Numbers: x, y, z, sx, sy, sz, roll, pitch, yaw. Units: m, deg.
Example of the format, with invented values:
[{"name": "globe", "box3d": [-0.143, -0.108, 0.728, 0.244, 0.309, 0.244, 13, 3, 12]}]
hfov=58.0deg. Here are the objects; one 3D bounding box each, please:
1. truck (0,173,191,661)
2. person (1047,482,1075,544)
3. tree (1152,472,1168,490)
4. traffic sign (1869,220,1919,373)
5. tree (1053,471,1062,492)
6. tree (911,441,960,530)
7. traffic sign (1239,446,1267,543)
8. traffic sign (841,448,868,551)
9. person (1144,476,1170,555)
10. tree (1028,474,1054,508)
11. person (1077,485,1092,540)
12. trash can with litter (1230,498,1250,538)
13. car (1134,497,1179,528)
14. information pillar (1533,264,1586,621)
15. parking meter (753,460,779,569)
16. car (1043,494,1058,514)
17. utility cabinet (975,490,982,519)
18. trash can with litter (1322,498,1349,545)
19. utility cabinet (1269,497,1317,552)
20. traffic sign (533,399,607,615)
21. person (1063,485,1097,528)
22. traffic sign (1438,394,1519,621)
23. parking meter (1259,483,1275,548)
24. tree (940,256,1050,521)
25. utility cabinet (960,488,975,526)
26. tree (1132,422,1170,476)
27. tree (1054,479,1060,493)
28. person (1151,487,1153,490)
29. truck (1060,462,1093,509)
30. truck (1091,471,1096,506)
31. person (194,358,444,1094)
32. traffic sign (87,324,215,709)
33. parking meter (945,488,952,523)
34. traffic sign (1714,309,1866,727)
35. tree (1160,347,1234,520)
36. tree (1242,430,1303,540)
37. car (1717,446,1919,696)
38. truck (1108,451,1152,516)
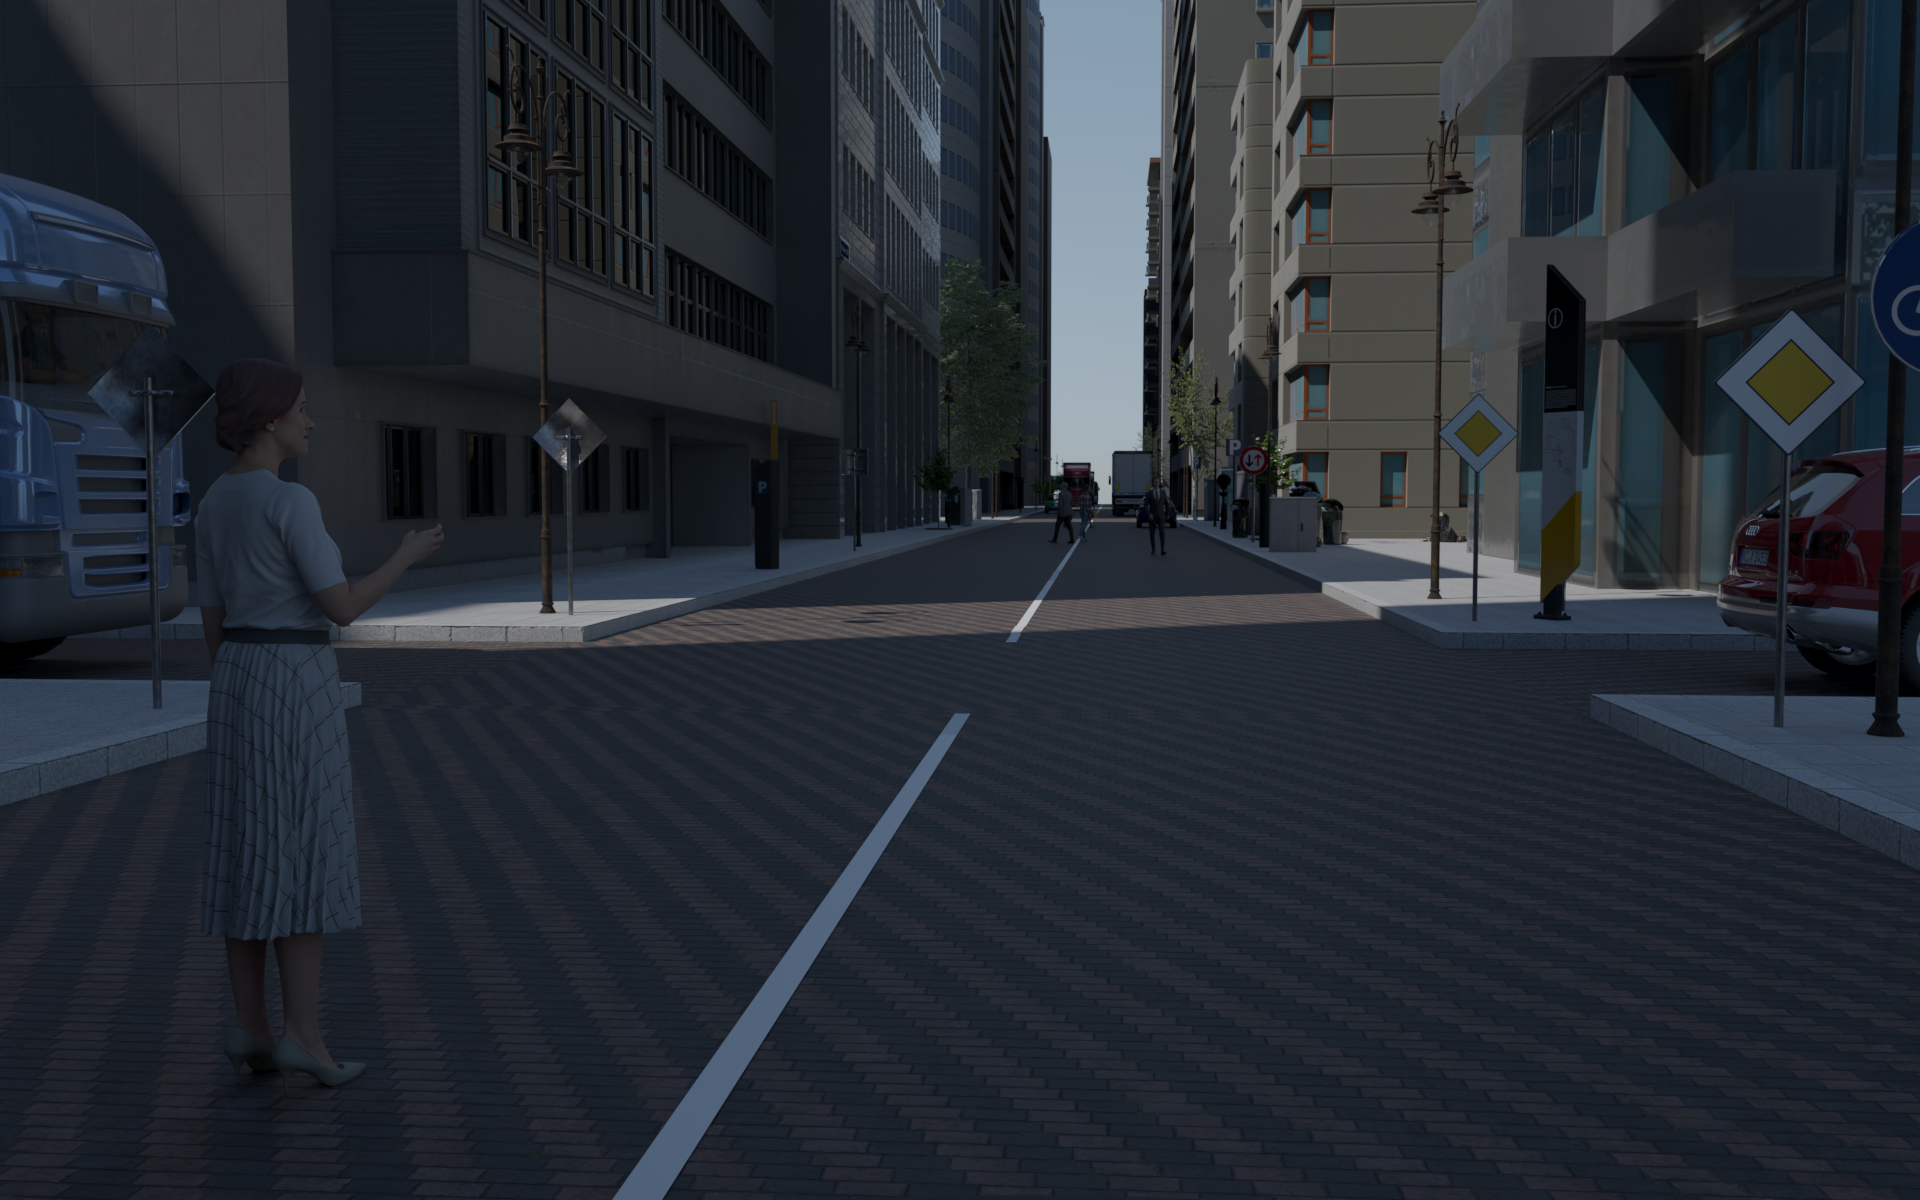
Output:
[{"name": "truck", "box3d": [-15.272, -1.497, 14.239, 18.799, 4.110, 2.967, 0, 4, 4]}, {"name": "person", "box3d": [2.965, -2.537, 50.371, 0.834, 1.777, 0.661, 2, 4, 34]}, {"name": "tree", "box3d": [17.060, -9.513, 150.146, 1.663, 3.219, 1.824, 0, 3, 0]}, {"name": "traffic sign", "box3d": [4.472, -0.472, 7.817, 0.768, 2.556, 0.104, 1, 4, 9]}, {"name": "tree", "box3d": [14.199, -16.030, 245.805, 4.285, 4.588, 4.351, 0, 3, 0]}, {"name": "tree", "box3d": [-0.778, -4.159, 62.594, 1.663, 3.219, 1.824, 0, 3, 0]}, {"name": "traffic sign", "box3d": [7.757, -2.794, 45.781, 0.768, 2.556, 0.104, 1, 4, 14]}, {"name": "traffic sign", "box3d": [-2.357, -2.237, 38.703, 0.606, 2.300, 0.079, 1, 4, 10]}, {"name": "person", "box3d": [4.668, -1.993, 40.856, 0.659, 1.850, 0.755, 0, 4, -3]}, {"name": "tree", "box3d": [7.429, -10.310, 163.165, 1.663, 3.219, 1.824, 0, 3, 0]}, {"name": "person", "box3d": [3.853, -2.713, 53.689, 0.643, 1.720, 0.563, -2, 4, -24]}, {"name": "trash can with litter", "box3d": [8.153, -2.415, 50.876, 0.624, 1.170, 1.055, 0, 4, -1]}, {"name": "car", "box3d": [8.443, -3.788, 74.517, 1.945, 1.354, 3.894, 0, 4, 6]}, {"name": "information pillar", "box3d": [6.093, -1.601, 17.534, 0.183, 3.616, 0.504, -2, 4, -24]}, {"name": "parking meter", "box3d": [-3.310, -1.460, 29.581, 0.399, 1.863, 0.255, 2, 4, 28]}, {"name": "car", "box3d": [7.199, -7.326, 128.580, 1.959, 1.807, 4.718, 0, 4, 5]}, {"name": "utility cabinet", "box3d": [0.623, -4.798, 87.122, 0.318, 1.500, 1.173, -2, 4, -34]}, {"name": "trash can with litter", "box3d": [9.495, -1.997, 44.032, 0.624, 1.170, 1.055, 2, 4, 30]}, {"name": "utility cabinet", "box3d": [7.377, -1.665, 38.378, 1.020, 1.237, 0.306, 0, 4, 8]}, {"name": "traffic sign", "box3d": [-4.112, -0.894, 18.259, 0.795, 2.450, 0.064, 0, 4, 5]}, {"name": "person", "box3d": [5.117, -3.980, 73.790, 1.509, 1.804, 0.699, -1, 4, -8]}, {"name": "traffic sign", "box3d": [5.196, -0.844, 17.436, 0.795, 2.450, 0.064, 0, 4, 5]}, {"name": "parking meter", "box3d": [7.378, -2.029, 41.587, 0.372, 1.533, 0.369, 0, 3, 0]}, {"name": "tree", "box3d": [0.406, -10.114, 83.492, 7.486, 12.596, 7.792, 0, 3, 0]}, {"name": "utility cabinet", "box3d": [0.256, -3.680, 68.852, 0.318, 1.500, 1.173, -1, 4, -8]}, {"name": "tree", "box3d": [19.661, -13.849, 176.787, 4.360, 8.622, 3.978, 0, 3, 0]}, {"name": "tree", "box3d": [9.917, -11.864, 188.583, 1.663, 3.219, 1.824, 0, 3, 0]}, {"name": "person", "box3d": [9.964, -4.924, 89.341, 0.374, 1.781, 0.599, 1, 4, 13]}, {"name": "truck", "box3d": [10.479, -10.160, 155.030, 2.839, 4.237, 11.283, 0, 4, 4]}, {"name": "truck", "box3d": [15.382, -13.799, 214.524, 2.839, 4.237, 11.283, 0, 4, 3]}, {"name": "person", "box3d": [-1.592, 0.295, 4.249, 0.480, 1.755, 0.524, 2, 4, 30]}, {"name": "traffic sign", "box3d": [-4.800, -0.407, 10.303, 0.795, 2.450, 0.064, 0, 4, 5]}, {"name": "parking meter", "box3d": [-0.481, -4.132, 75.977, 0.372, 1.533, 0.369, 0, 3, 0]}, {"name": "traffic sign", "box3d": [4.508, -0.357, 9.481, 0.795, 2.450, 0.064, 0, 4, 5]}, {"name": "tree", "box3d": [11.909, -8.323, 86.437, 4.737, 8.622, 4.395, 0, 3, 0]}, {"name": "tree", "box3d": [8.477, -3.274, 48.131, 1.663, 3.219, 1.824, 0, 3, 0]}, {"name": "car", "box3d": [8.423, -0.243, 12.644, 5.304, 1.827, 2.281, 0, 4, 5]}, {"name": "truck", "box3d": [11.528, -7.837, 117.041, 2.839, 4.237, 11.283, 0, 4, 4]}]
